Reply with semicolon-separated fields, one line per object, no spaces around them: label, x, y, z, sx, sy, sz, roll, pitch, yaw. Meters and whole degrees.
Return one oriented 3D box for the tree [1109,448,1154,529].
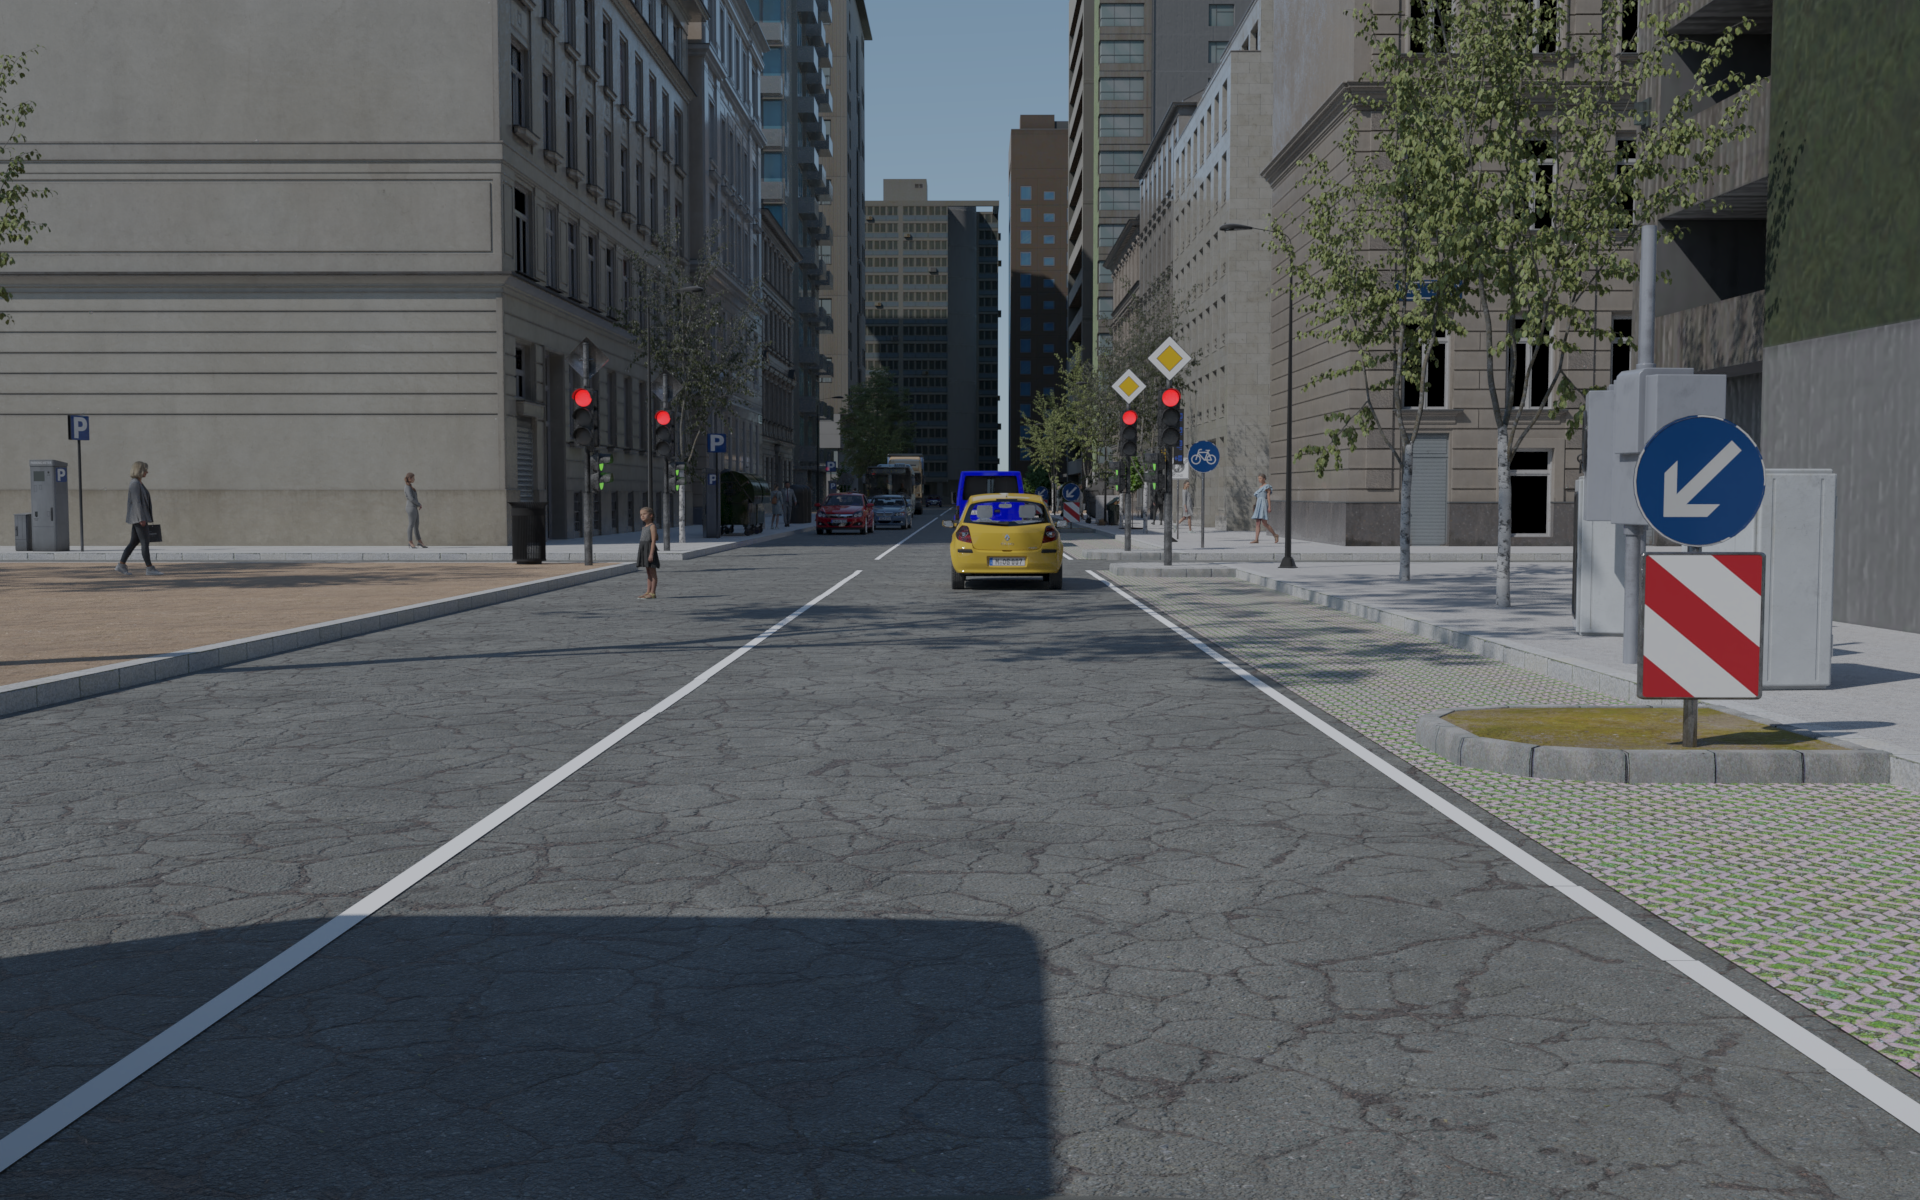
tree;6.199;-4.216;63.532;1.663;3.219;1.824;0;3;0

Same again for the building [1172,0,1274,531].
building;14.525;-13.045;68.029;10.420;20.320;16.860;0;4;0

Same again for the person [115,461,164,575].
person;-12.976;-1.293;27.374;0.728;1.800;0.709;-1;4;-16

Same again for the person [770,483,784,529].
person;-6.706;-3.434;63.198;0.512;1.701;0.522;1;4;14

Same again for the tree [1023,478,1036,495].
tree;7.453;-11.215;177.959;1.663;3.219;1.824;0;3;0

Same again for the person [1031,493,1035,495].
person;7.748;-10.781;183.117;0.445;1.727;0.742;1;4;19

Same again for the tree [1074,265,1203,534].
tree;5.999;-6.481;56.325;4.360;8.622;3.978;0;3;0

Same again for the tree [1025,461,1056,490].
tree;7.612;-10.953;162.799;4.285;4.588;4.351;0;3;0

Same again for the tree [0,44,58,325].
tree;-13.997;-4.389;22.127;4.737;8.622;4.395;0;3;0

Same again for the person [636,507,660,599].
person;-4.273;-0.642;23.674;0.373;1.253;0.362;-2;4;-33

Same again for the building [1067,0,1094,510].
building;20.293;-31.901;145.288;21.300;48.544;21.600;0;4;0

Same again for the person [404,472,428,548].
person;-12.829;-2.114;40.884;0.573;1.790;0.520;-2;4;-29

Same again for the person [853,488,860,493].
person;-7.758;-7.475;129.067;0.445;1.727;0.742;2;4;31

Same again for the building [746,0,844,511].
building;-21.245;-31.176;129.343;23.786;49.044;30.456;0;4;0

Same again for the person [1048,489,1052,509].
person;7.885;-8.798;150.608;1.217;1.735;0.721;0;4;7

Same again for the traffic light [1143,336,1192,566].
traffic light;3.708;-2.570;30.940;0.839;4.253;0.868;0;4;0

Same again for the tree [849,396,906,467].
tree;-6.252;-11.033;130.753;4.737;8.622;4.395;0;3;0

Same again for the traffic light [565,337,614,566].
traffic light;-6.653;-2.573;30.995;0.839;4.253;0.868;0;4;0

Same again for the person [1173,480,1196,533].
person;7.368;-3.050;56.662;0.760;1.731;0.466;-1;4;-19

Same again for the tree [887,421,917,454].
tree;-6.373;-13.818;176.290;4.360;8.622;3.978;0;3;0

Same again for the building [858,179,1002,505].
building;-6.869;-32.068;216.198;23.993;40.220;32.217;0;4;0

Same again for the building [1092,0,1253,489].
building;16.742;-27.164;127.726;14.154;41.232;14.086;0;4;0

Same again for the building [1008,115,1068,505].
building;13.029;-34.103;207.698;14.200;45.320;14.600;0;4;0

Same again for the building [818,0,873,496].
building;-23.186;-35.656;172.212;27.495;52.752;28.713;0;4;0

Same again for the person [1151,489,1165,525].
person;8.212;-4.047;71.988;0.659;1.850;0.755;-1;4;-17

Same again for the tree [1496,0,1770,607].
tree;6.250;-4.211;19.212;4.737;8.622;4.395;0;3;0

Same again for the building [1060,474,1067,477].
building;22.287;-33.739;171.240;23.786;49.044;30.456;0;4;0

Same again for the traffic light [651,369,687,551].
traffic light;-6.598;-3.062;38.980;0.839;4.253;0.868;0;4;0

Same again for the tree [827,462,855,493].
tree;-7.133;-6.681;103.842;1.663;3.219;1.824;0;3;0

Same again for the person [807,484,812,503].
person;-8.092;-5.205;91.413;0.573;1.790;0.520;0;4;7

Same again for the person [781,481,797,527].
person;-6.740;-3.752;67.656;0.678;1.792;0.850;-1;4;-11

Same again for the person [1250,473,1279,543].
person;7.837;-2.362;44.761;0.778;1.811;0.616;-1;4;-14

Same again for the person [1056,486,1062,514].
person;6.482;-6.449;111.662;0.661;1.801;0.590;-3;5;-43

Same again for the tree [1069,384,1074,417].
tree;6.298;-7.176;67.694;4.360;8.622;3.978;0;3;0

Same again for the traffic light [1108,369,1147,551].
traffic light;3.763;-3.058;38.925;0.839;4.253;0.868;0;4;0

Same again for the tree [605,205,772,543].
tree;-7.063;-5.806;45.291;4.360;8.622;3.978;0;3;0

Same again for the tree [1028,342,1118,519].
tree;6.138;-8.117;83.074;4.737;8.622;4.395;0;3;0

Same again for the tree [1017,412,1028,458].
tree;6.308;-10.430;120.896;4.737;8.622;4.395;0;3;0

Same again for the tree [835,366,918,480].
tree;-7.346;-14.371;153.085;7.486;12.596;7.792;0;3;0

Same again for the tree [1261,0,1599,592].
tree;6.591;-4.605;25.657;4.737;8.622;4.395;0;3;0

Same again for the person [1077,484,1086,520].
person;5.901;-4.854;85.763;0.624;1.780;0.694;2;4;24

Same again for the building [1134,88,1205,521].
building;14.297;-14.471;85.746;9.793;20.994;18.267;0;4;0
